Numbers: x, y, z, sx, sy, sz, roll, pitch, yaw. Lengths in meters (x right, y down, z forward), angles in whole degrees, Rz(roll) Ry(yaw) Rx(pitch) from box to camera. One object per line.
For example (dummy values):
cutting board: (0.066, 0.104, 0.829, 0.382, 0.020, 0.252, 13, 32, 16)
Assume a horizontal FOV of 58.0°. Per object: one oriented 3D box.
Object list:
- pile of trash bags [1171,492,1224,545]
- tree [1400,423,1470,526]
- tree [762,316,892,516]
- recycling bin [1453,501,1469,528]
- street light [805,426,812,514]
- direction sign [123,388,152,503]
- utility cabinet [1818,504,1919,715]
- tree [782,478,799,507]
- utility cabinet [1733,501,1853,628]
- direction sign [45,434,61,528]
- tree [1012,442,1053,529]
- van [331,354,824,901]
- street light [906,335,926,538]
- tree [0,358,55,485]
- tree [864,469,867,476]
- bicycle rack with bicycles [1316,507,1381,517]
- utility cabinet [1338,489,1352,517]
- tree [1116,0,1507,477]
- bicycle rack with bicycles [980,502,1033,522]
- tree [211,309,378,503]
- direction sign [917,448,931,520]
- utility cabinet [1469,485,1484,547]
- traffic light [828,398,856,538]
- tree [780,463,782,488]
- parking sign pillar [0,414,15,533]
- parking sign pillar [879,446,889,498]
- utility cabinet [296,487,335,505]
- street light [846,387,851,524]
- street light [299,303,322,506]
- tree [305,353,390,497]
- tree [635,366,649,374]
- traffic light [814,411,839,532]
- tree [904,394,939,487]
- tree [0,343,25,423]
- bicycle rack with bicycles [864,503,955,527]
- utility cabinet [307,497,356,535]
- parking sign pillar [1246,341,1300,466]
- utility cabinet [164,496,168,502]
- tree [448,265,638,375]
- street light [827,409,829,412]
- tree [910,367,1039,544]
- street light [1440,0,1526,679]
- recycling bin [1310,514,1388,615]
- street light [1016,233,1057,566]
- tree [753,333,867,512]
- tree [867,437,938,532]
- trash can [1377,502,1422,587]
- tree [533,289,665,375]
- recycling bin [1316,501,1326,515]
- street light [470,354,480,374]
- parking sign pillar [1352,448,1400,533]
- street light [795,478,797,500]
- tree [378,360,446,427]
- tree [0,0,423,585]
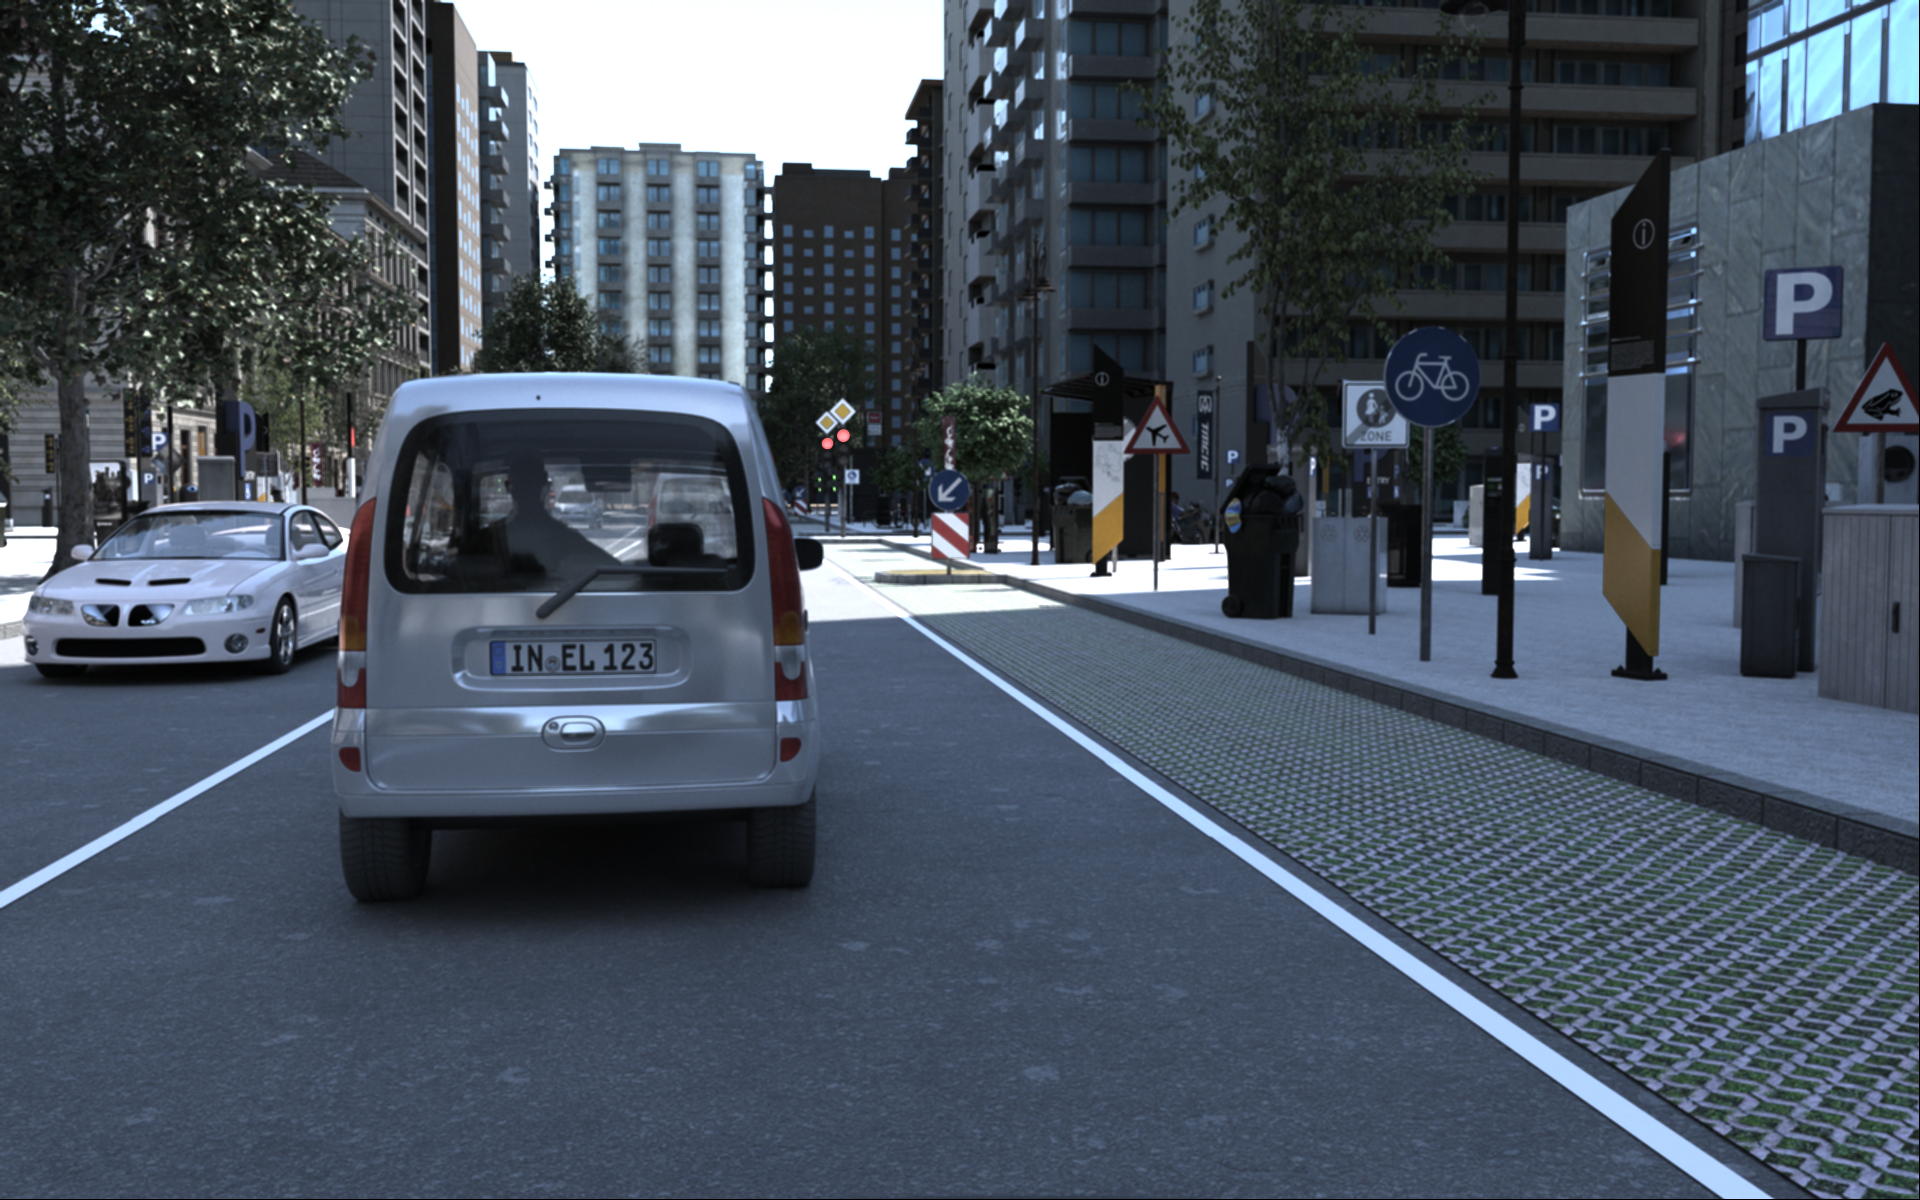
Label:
pile of trash bags: (6.639, -2.150, 44.909, 3.447, 1.369, 1.912, -2, 4, -32)
tree: (18.862, -5.259, 69.699, 4.285, 4.588, 4.351, 0, 3, 0)
tree: (-7.906, -10.809, 102.478, 9.928, 11.665, 9.643, 0, 3, 0)
recycling bin: (19.232, -3.269, 66.002, 0.722, 1.027, 0.722, 2, 4, 26)
street light: (-9.925, -8.643, 114.103, 0.468, 5.910, 1.993, 0, 4, -8)
direction sign: (-17.508, -2.749, 36.941, 0.876, 3.537, 0.379, 2, 4, 30)
utility cabinet: (5.639, 0.043, 10.455, 0.306, 1.237, 1.020, -1, 4, -9)
tree: (-17.352, -11.187, 177.502, 1.663, 3.219, 1.824, 0, 3, 0)
utility cabinet: (7.960, -0.331, 16.577, 1.020, 1.237, 0.306, 0, 4, -6)
direction sign: (-34.247, -4.510, 65.733, 0.876, 3.537, 0.379, 0, 4, 3)
tree: (3.005, -4.248, 64.050, 1.663, 3.219, 1.824, 0, 3, 0)
van: (-1.557, -0.034, 7.561, 2.013, 2.044, 4.112, -1, 4, -9)
street light: (-1.288, -4.749, 50.431, 0.468, 5.910, 1.993, 0, 4, -8)
tree: (-25.484, -5.793, 45.073, 4.360, 8.622, 3.978, 0, 3, 0)
tree: (-2.489, -4.252, 64.127, 1.663, 3.219, 1.824, 0, 3, 0)
bicycle rack with bicycles: (10.807, -2.095, 47.641, 2.852, 0.926, 2.925, 2, 4, 30)
utility cabinet: (16.175, -3.911, 72.624, 0.318, 1.500, 1.173, 2, 4, 26)
tree: (4.019, -4.265, 20.092, 4.737, 8.622, 4.395, 0, 3, 0)
bicycle rack with bicycles: (2.078, -3.980, 78.455, 2.852, 0.926, 2.925, 3, 5, 39)
tree: (-24.395, -6.840, 62.196, 4.737, 8.622, 4.395, 0, 3, 0)
direction sign: (-1.821, -5.759, 86.153, 0.876, 3.537, 0.379, -3, 4, -38)
utility cabinet: (12.652, -2.024, 41.774, 0.318, 1.500, 1.173, 0, 4, -7)
traffic light: (-3.446, -3.778, 50.696, 0.839, 4.253, 0.868, 0, 4, -8)
tree: (-20.470, -15.992, 195.876, 7.601, 10.594, 8.767, -1, 4, -16)
parking sign pillar: (-32.119, -4.206, 57.237, 1.447, 3.967, 1.447, -1, 4, -20)
parking sign pillar: (-4.684, -6.693, 97.904, 1.447, 3.967, 1.447, -1, 4, -18)
utility cabinet: (-21.045, -2.931, 56.608, 1.173, 1.500, 0.318, -2, 4, -30)
street light: (-4.830, -6.245, 74.898, 0.468, 5.910, 1.993, 0, 4, -8)
street light: (-12.616, -3.696, 33.219, 0.468, 5.910, 1.993, 0, 4, -8)
tree: (-29.414, -8.108, 82.930, 4.360, 8.622, 3.978, 0, 3, 0)
tree: (-32.390, -16.268, 172.634, 9.857, 13.997, 8.962, 0, 3, 0)
traffic light: (-4.514, -4.262, 58.609, 0.839, 4.253, 0.868, 0, 4, -8)
tree: (-2.340, -10.881, 128.269, 4.737, 8.622, 4.395, 0, 3, 0)
tree: (-21.403, -5.299, 37.005, 4.737, 8.622, 4.395, 0, 3, 0)
bicycle rack with bicycles: (-2.273, -3.308, 67.467, 2.852, 0.926, 2.925, 3, 5, 44)
utility cabinet: (-13.526, -1.594, 37.224, 1.020, 1.237, 0.306, -2, 4, -34)
parking sign pillar: (5.606, -2.602, 31.008, 1.447, 3.967, 1.447, 3, 4, 37)
utility cabinet: (-27.513, -2.956, 59.495, 0.306, 1.237, 1.020, 1, 4, 19)
tree: (-20.912, -10.391, 86.904, 9.611, 12.733, 9.660, 0, 3, 0)
street light: (-7.214, -7.445, 94.511, 0.468, 5.910, 1.993, 0, 4, -8)
tree: (0.393, -3.750, 45.026, 4.285, 4.588, 4.351, 0, 3, 0)
street light: (3.810, -2.395, 11.943, 0.468, 5.910, 1.993, 0, 4, -8)
recycling bin: (4.208, -0.377, 18.717, 0.722, 1.027, 0.722, 1, 4, 21)
street light: (1.349, -3.554, 30.890, 0.468, 5.910, 1.993, 0, 4, -8)
tree: (-10.746, -12.526, 121.813, 9.611, 12.733, 9.660, 0, 3, 0)
tree: (-1.841, -3.906, 58.468, 1.663, 3.219, 1.824, 0, 3, 0)
trash can: (6.150, -0.754, 23.985, 0.748, 1.137, 0.748, 0, 3, 0)
tree: (-22.261, -11.800, 103.296, 12.009, 13.543, 11.850, 0, 3, 0)
recycling bin: (13.457, -3.250, 65.698, 0.722, 1.027, 0.722, 0, 4, 1)
street light: (-15.994, -5.169, 57.297, 0.468, 5.910, 1.993, 0, 4, -8)
parking sign pillar: (12.123, -3.793, 50.482, 1.447, 3.967, 1.447, 3, 4, 37)
street light: (-12.607, -9.798, 132.993, 0.468, 5.910, 1.993, 0, 4, -8)
tree: (-29.964, -8.850, 95.059, 4.737, 8.622, 4.395, 0, 3, 0)
tree: (-12.704, -6.581, 24.605, 9.611, 12.733, 9.660, 0, 3, 0)
